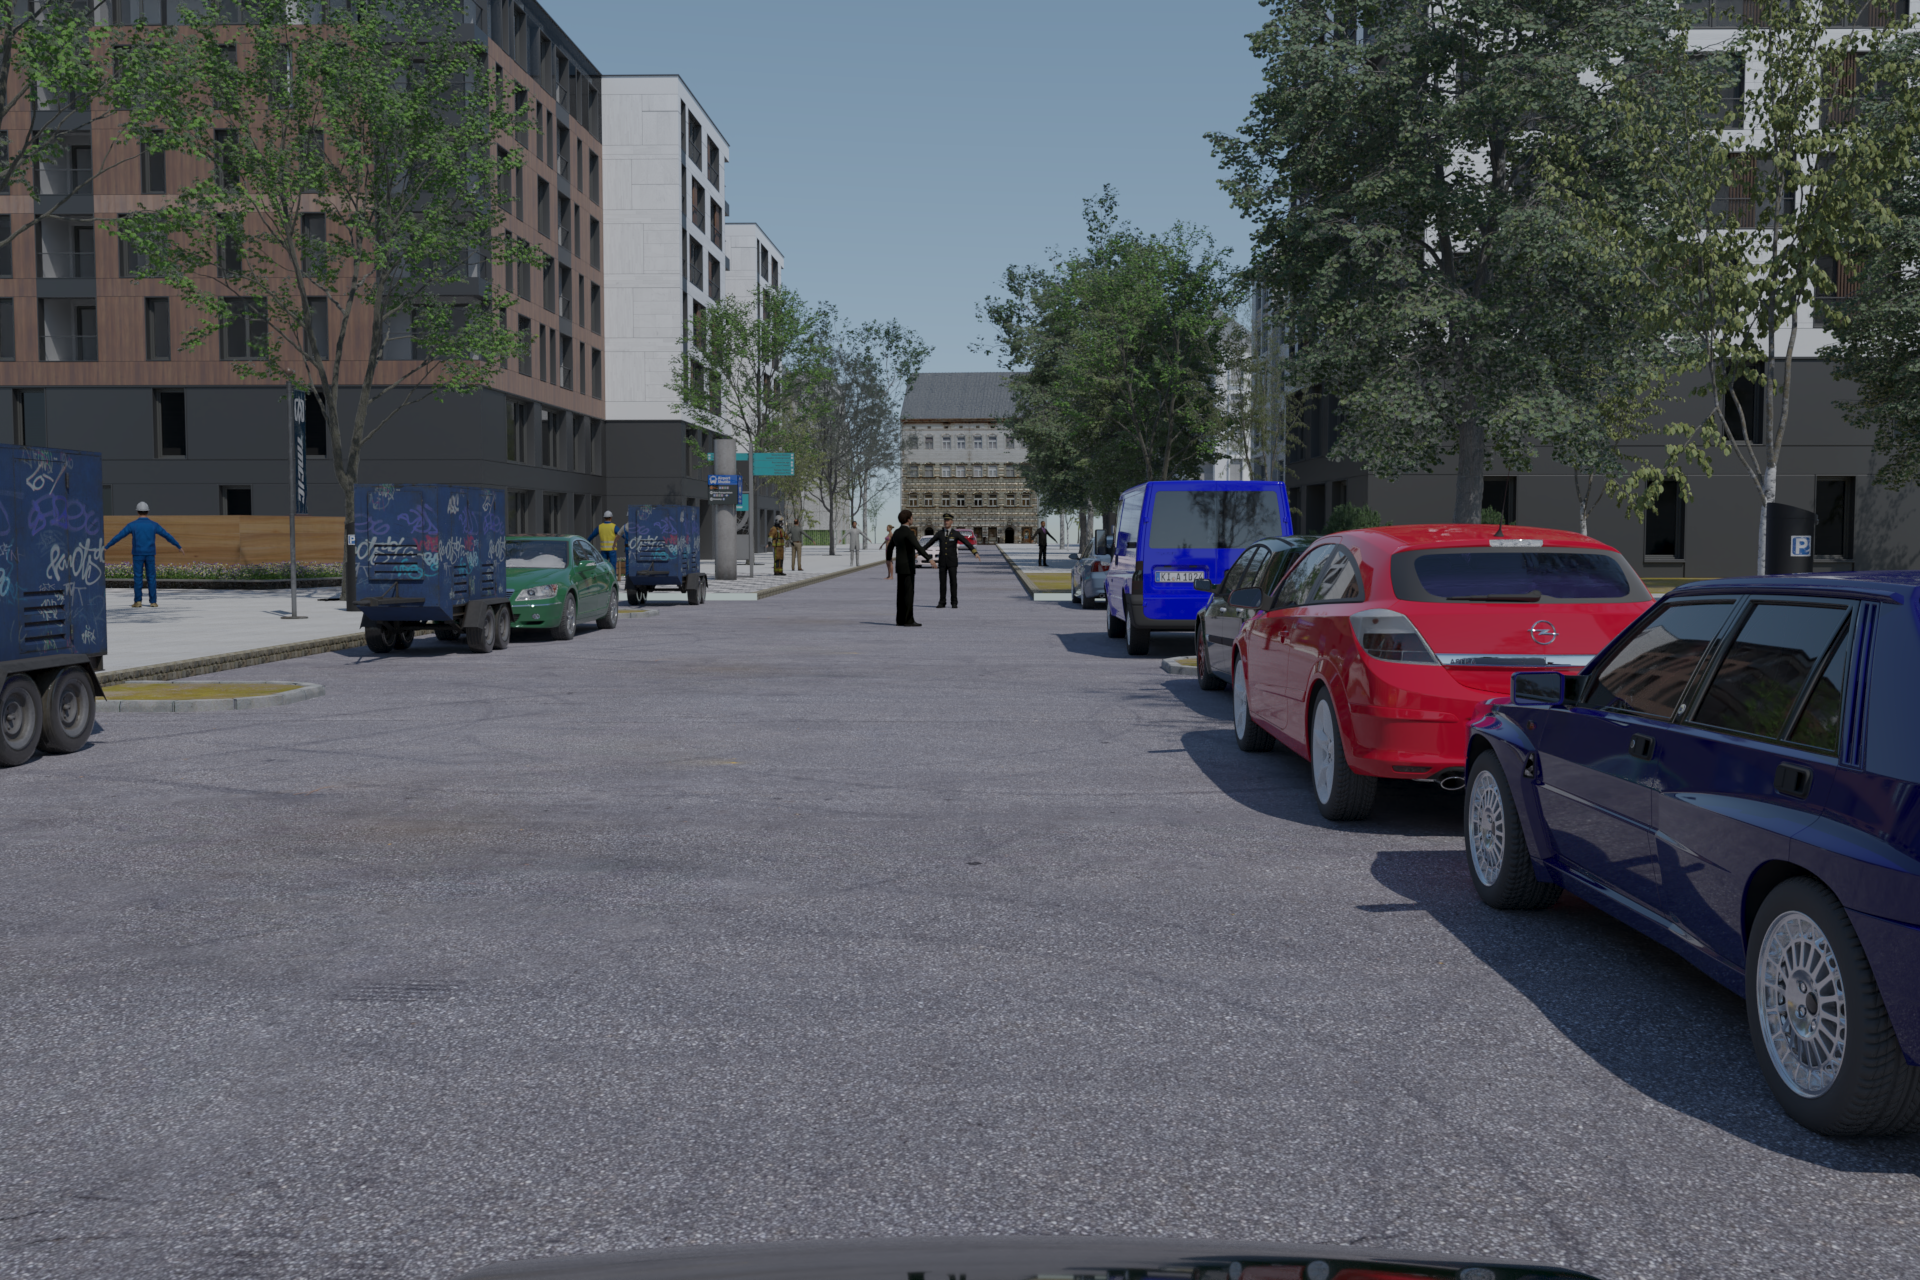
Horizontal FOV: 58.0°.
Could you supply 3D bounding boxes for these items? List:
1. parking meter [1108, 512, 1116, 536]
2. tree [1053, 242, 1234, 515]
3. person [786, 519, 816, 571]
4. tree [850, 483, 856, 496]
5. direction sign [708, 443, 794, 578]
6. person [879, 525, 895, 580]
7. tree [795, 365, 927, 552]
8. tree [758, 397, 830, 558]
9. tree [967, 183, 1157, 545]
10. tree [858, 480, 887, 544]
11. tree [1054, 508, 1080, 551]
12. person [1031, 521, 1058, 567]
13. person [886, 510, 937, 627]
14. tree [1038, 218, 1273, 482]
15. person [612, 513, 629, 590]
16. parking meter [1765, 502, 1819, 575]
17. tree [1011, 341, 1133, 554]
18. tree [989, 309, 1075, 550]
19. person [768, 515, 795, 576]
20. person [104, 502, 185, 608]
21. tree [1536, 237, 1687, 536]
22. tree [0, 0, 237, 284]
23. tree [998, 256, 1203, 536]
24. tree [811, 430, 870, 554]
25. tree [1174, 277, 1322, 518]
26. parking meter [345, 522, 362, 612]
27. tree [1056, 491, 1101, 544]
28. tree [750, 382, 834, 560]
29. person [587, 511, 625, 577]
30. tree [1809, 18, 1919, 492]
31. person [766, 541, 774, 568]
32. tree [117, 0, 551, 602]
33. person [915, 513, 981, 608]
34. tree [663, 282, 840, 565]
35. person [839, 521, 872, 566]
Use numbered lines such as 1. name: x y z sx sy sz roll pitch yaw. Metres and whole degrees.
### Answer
1. parking meter: 4.048 -2.404 45.021 0.399 1.863 0.255 0 4 0
2. tree: 7.214 -9.135 67.488 7.486 12.596 7.792 0 3 0
3. person: -5.690 -3.308 60.356 1.348 1.796 0.705 1 4 15
4. tree: -19.257 -20.120 235.610 9.857 13.997 8.962 0 3 0
5. direction sign: -6.126 -3.830 51.375 2.525 3.948 1.411 0 3 0
6. person: -2.304 -2.782 54.739 0.721 1.733 1.217 -1 4 -22
7. tree: -7.548 -13.001 122.931 12.009 13.543 11.850 0 3 0
8. tree: -8.711 -8.617 91.250 4.737 8.622 4.395 0 3 0
9. tree: 6.777 -14.701 96.246 12.611 20.169 13.585 0 3 0
10. tree: -11.217 -17.328 233.673 4.360 8.622 3.978 0 3 0
11. tree: 7.970 -10.935 129.147 4.737 8.622 4.395 0 3 0
12. person: 3.284 -3.797 68.313 1.346 1.802 0.704 -3 4 -38
13. person: -0.817 -1.116 26.882 0.705 1.806 1.347 -2 4 -35
14. tree: 6.656 -8.120 58.521 9.928 11.665 9.643 0 3 0
15. person: -7.433 -2.051 39.386 1.347 1.847 0.705 2 4 30
16. parking meter: 6.612 -0.330 13.807 0.372 1.533 0.369 0 3 0
17. tree: 7.925 -12.509 111.170 9.857 13.997 8.962 0 3 0
18. tree: 8.649 -17.586 143.413 12.611 20.169 13.585 0 3 0
19. person: -5.552 -2.905 53.271 0.705 1.858 1.354 2 4 28
20. person: -14.289 -1.495 30.318 1.347 1.842 0.705 -2 4 -32
21. tree: 15.010 -5.563 41.311 4.737 8.622 4.395 0 3 0
22. tree: -12.686 -5.811 20.765 9.928 11.665 9.643 0 3 0
23. tree: 6.557 -10.466 77.777 9.857 13.997 8.962 0 3 0
24. tree: -8.296 -9.980 113.539 4.360 8.622 3.978 0 3 0
25. tree: 8.640 -6.057 49.400 4.360 8.622 3.978 0 3 0
26. parking meter: -9.999 -1.243 28.731 0.372 1.533 0.369 0 3 0
27. tree: 16.115 -18.146 231.103 7.601 10.594 8.767 0 4 7
28. tree: -8.710 -8.198 84.396 4.360 8.622 3.978 0 3 0
29. person: -8.401 -2.170 41.449 1.349 1.833 0.705 0 4 7
30. tree: 23.528 -8.028 37.908 9.857 13.997 8.962 0 3 0
31. person: -6.988 -3.426 65.287 0.599 1.433 0.991 2 4 30
32. tree: -11.681 -6.546 32.778 9.928 11.665 9.643 0 3 0
33. person: -0.238 -1.533 33.465 1.347 1.837 0.705 1 4 14
34. tree: -8.503 -8.886 71.034 9.928 11.665 9.643 0 3 0
35. person: -4.180 -3.834 68.874 1.347 1.806 0.705 -1 4 -16
